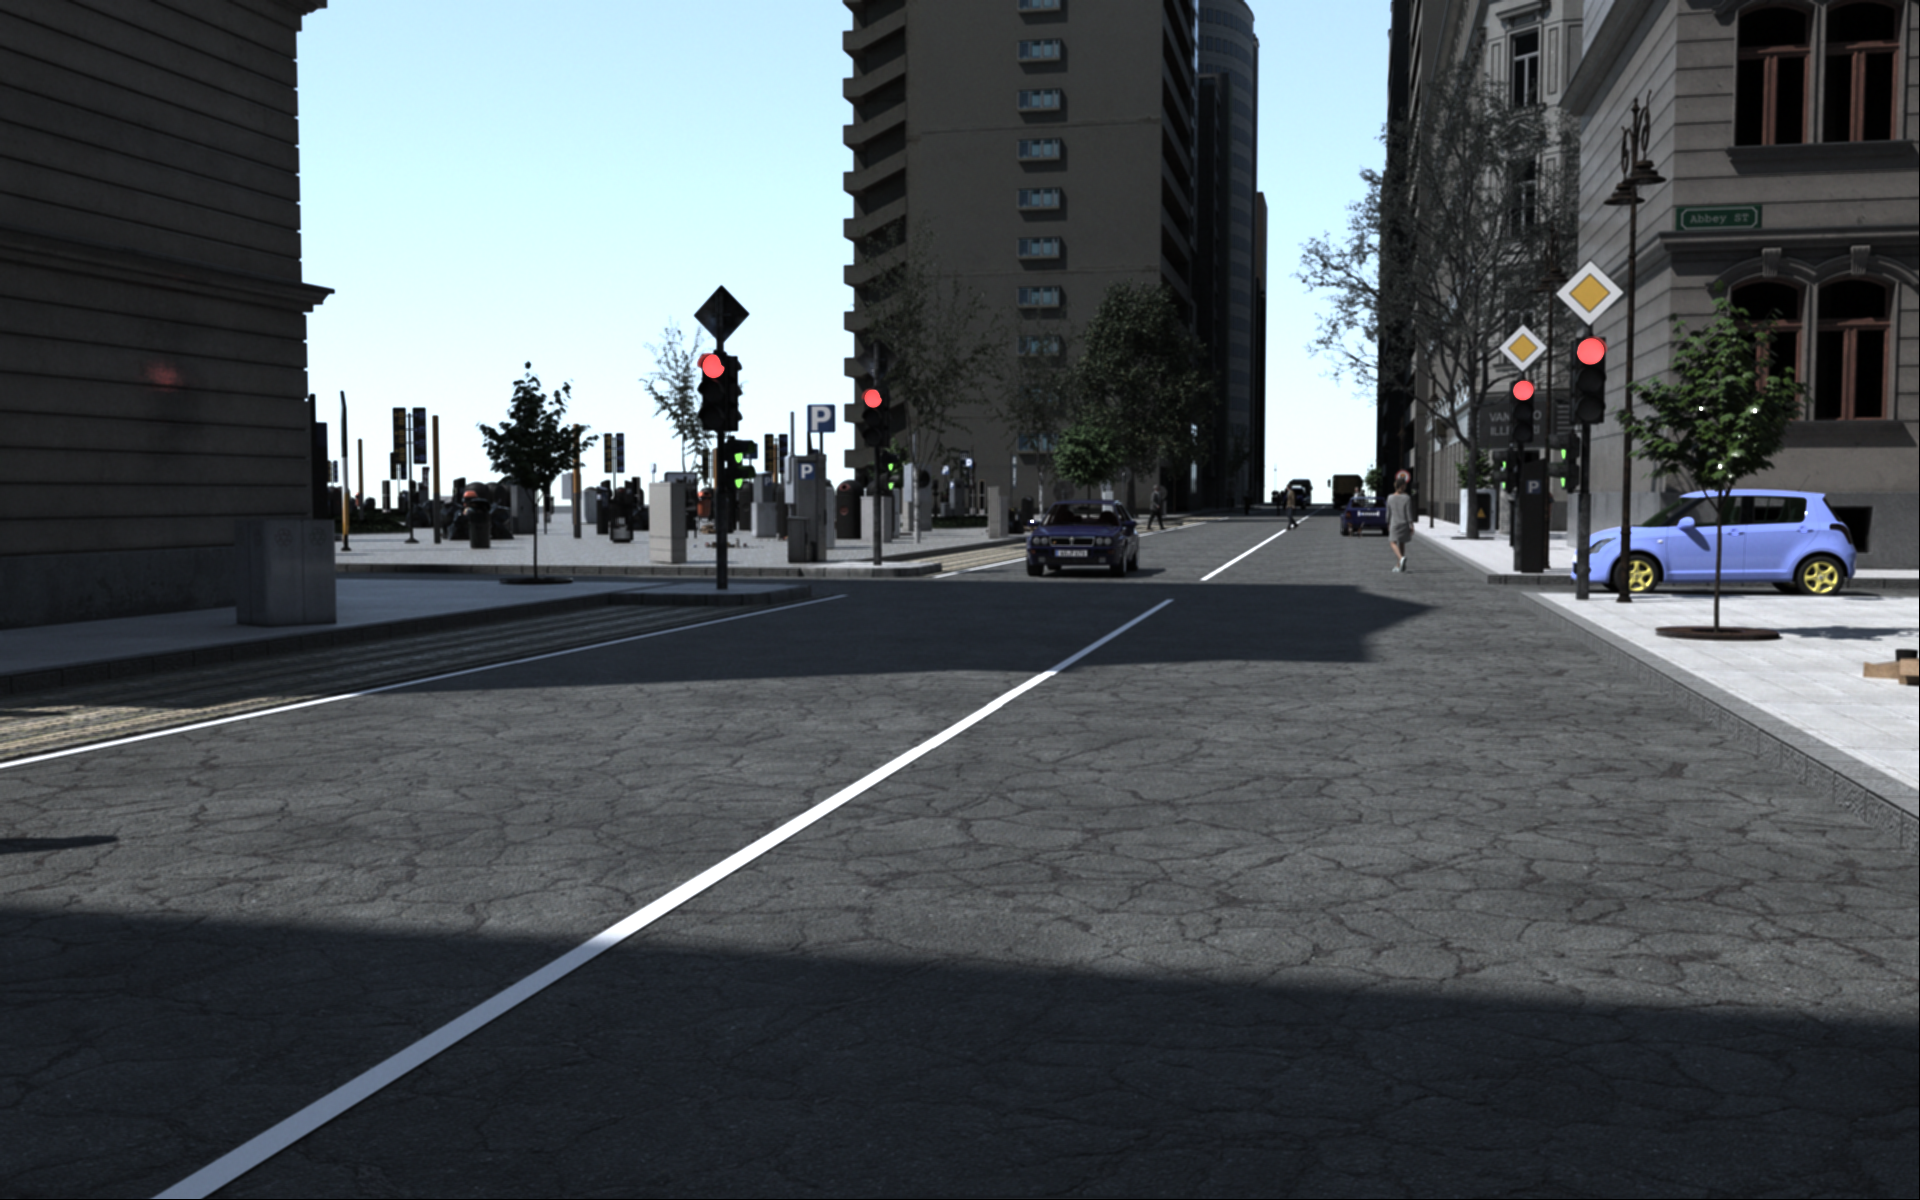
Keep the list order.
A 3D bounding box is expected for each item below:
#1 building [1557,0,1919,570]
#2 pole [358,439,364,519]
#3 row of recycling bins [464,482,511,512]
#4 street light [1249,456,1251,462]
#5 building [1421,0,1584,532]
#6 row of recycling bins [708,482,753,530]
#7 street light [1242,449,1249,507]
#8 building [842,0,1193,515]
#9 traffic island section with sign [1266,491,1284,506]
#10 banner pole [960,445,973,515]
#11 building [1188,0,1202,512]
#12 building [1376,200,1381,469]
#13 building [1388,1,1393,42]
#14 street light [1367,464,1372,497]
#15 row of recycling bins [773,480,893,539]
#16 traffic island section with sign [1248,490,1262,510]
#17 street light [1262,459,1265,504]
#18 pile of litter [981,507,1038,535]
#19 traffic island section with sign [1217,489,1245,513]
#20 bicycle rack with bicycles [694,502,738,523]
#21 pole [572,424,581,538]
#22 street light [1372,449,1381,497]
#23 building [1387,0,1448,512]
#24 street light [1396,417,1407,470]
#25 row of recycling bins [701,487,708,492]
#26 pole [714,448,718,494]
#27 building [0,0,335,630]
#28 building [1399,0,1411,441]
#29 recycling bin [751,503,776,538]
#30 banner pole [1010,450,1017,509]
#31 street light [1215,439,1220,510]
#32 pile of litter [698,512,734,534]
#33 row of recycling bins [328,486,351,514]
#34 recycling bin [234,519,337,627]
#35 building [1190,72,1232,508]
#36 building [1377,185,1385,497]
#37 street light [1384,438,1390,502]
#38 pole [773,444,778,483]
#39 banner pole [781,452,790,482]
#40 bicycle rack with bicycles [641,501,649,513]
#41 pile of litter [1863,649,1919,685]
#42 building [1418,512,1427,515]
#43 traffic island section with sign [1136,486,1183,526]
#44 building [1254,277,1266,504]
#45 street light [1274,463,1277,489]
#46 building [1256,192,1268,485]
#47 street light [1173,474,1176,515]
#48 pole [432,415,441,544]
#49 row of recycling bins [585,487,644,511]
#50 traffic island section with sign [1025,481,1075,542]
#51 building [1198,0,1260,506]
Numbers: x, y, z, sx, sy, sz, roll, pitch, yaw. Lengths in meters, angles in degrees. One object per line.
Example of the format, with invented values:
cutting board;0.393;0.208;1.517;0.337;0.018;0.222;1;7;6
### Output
building;24.361;-15.018;32.931;23.554;28.519;14.401;1;4;12
pole;-22.101;-4.284;63.889;0.158;3.312;0.155;0;3;0
row of recycling bins;-15.975;-3.242;60.120;1.069;1.692;3.534;1;4;16
street light;31.288;-13.144;187.691;0.468;5.910;1.993;1;4;12
building;30.365;-18.439;77.891;17.030;29.872;44.131;1;4;12
row of recycling bins;-6.972;-3.321;61.411;3.534;1.692;1.069;0;4;3
street light;29.190;-12.589;178.616;0.468;5.910;1.993;1;4;12
building;4.094;-30.212;117.673;21.300;48.544;21.600;1;4;12
traffic island section with sign;38.049;-12.270;209.233;1.989;1.847;2.006;1;4;12
banner pole;0.383;-5.992;87.986;0.863;3.779;0.401;0;4;-5
building;9.375;-50.738;142.233;22.319;86.520;31.000;1;4;12
building;70.072;-37.949;244.161;21.300;48.544;21.600;1;4;12
building;61.400;-40.606;205.912;21.231;58.520;28.212;1;4;12
street light;60.599;-17.397;257.225;0.468;5.910;1.993;1;4;12
row of recycling bins;-3.606;-2.604;49.685;3.534;1.692;1.069;1;4;14
traffic island section with sign;26.051;-8.968;155.256;1.989;1.847;2.006;1;4;12
street light;39.227;-15.350;223.765;0.468;5.910;1.993;1;4;12
pile of litter;1.362;-2.532;55.357;1.719;0.858;1.176;-2;4;-32
traffic island section with sign;20.195;-7.354;128.861;1.989;1.847;2.006;1;4;12
bicycle rack with bicycles;-11.313;-3.973;78.335;2.925;0.926;2.852;3;5;40
pole;-11.129;-3.452;50.287;0.158;3.312;0.155;0;3;0
street light;44.517;-12.973;184.900;0.468;5.910;1.993;1;4;12
building;50.906;-32.912;161.807;21.300;48.544;21.600;1;4;12
street light;26.458;-8.029;104.061;0.468;5.910;1.993;1;4;12
row of recycling bins;-14.376;-5.919;103.884;1.069;1.692;3.534;1;4;23
pole;-10.756;-5.054;76.482;0.158;3.312;0.155;0;3;0
building;-25.550;-12.240;19.208;34.723;24.649;14.460;1;4;12
building;46.276;-29.423;135.683;22.147;44.769;28.867;1;4;12
recycling bin;-5.736;-2.356;51.079;0.722;1.027;0.722;-1;4;-17
banner pole;3.010;-6.623;98.297;0.401;3.779;0.863;-2;4;-28
street light;21.216;-10.384;142.569;0.468;5.910;1.993;1;4;12
pile of litter;-7.996;-2.593;56.354;1.176;0.858;1.719;2;4;30
row of recycling bins;-32.423;-4.990;88.704;1.069;1.692;3.534;1;4;10
recycling bin;-6.668;-0.279;17.122;0.722;1.027;0.722;3;5;43
building;18.183;-29.426;164.713;14.154;41.232;14.086;1;4;12
building;62.249;-33.289;227.874;14.154;41.232;14.086;1;4;12
street light;34.500;-10.233;140.094;0.468;5.910;1.993;1;4;12
pole;-7.579;-4.730;71.175;0.158;3.312;0.155;0;3;0
banner pole;-10.373;-6.951;103.658;0.863;3.779;0.401;1;4;17
bicycle rack with bicycles;-16.036;-4.649;89.386;2.852;0.926;2.925;-1;4;-18
pile of litter;6.869;0.144;11.613;1.176;0.858;1.719;0;4;-2
building;40.110;-29.812;111.134;21.300;48.544;21.600;1;4;12
traffic island section with sign;9.172;-4.321;79.279;1.989;1.847;2.006;1;4;12
building;34.407;-28.475;237.269;14.160;30.474;14.107;1;4;12
street light;47.295;-17.554;259.792;0.468;5.910;1.993;1;4;12
building;36.994;-36.734;250.714;14.600;45.320;14.200;1;4;12
street light;13.227;-8.180;106.525;0.468;5.910;1.993;1;4;12
pole;-13.562;-3.120;44.853;0.158;3.312;0.155;0;3;0
row of recycling bins;-19.877;-5.640;99.330;3.534;1.692;1.069;-2;4;-31
traffic island section with sign;3.097;-2.649;51.946;1.989;1.847;2.006;1;4;12
building;23.352;-40.408;202.677;21.231;58.520;28.212;1;4;12
